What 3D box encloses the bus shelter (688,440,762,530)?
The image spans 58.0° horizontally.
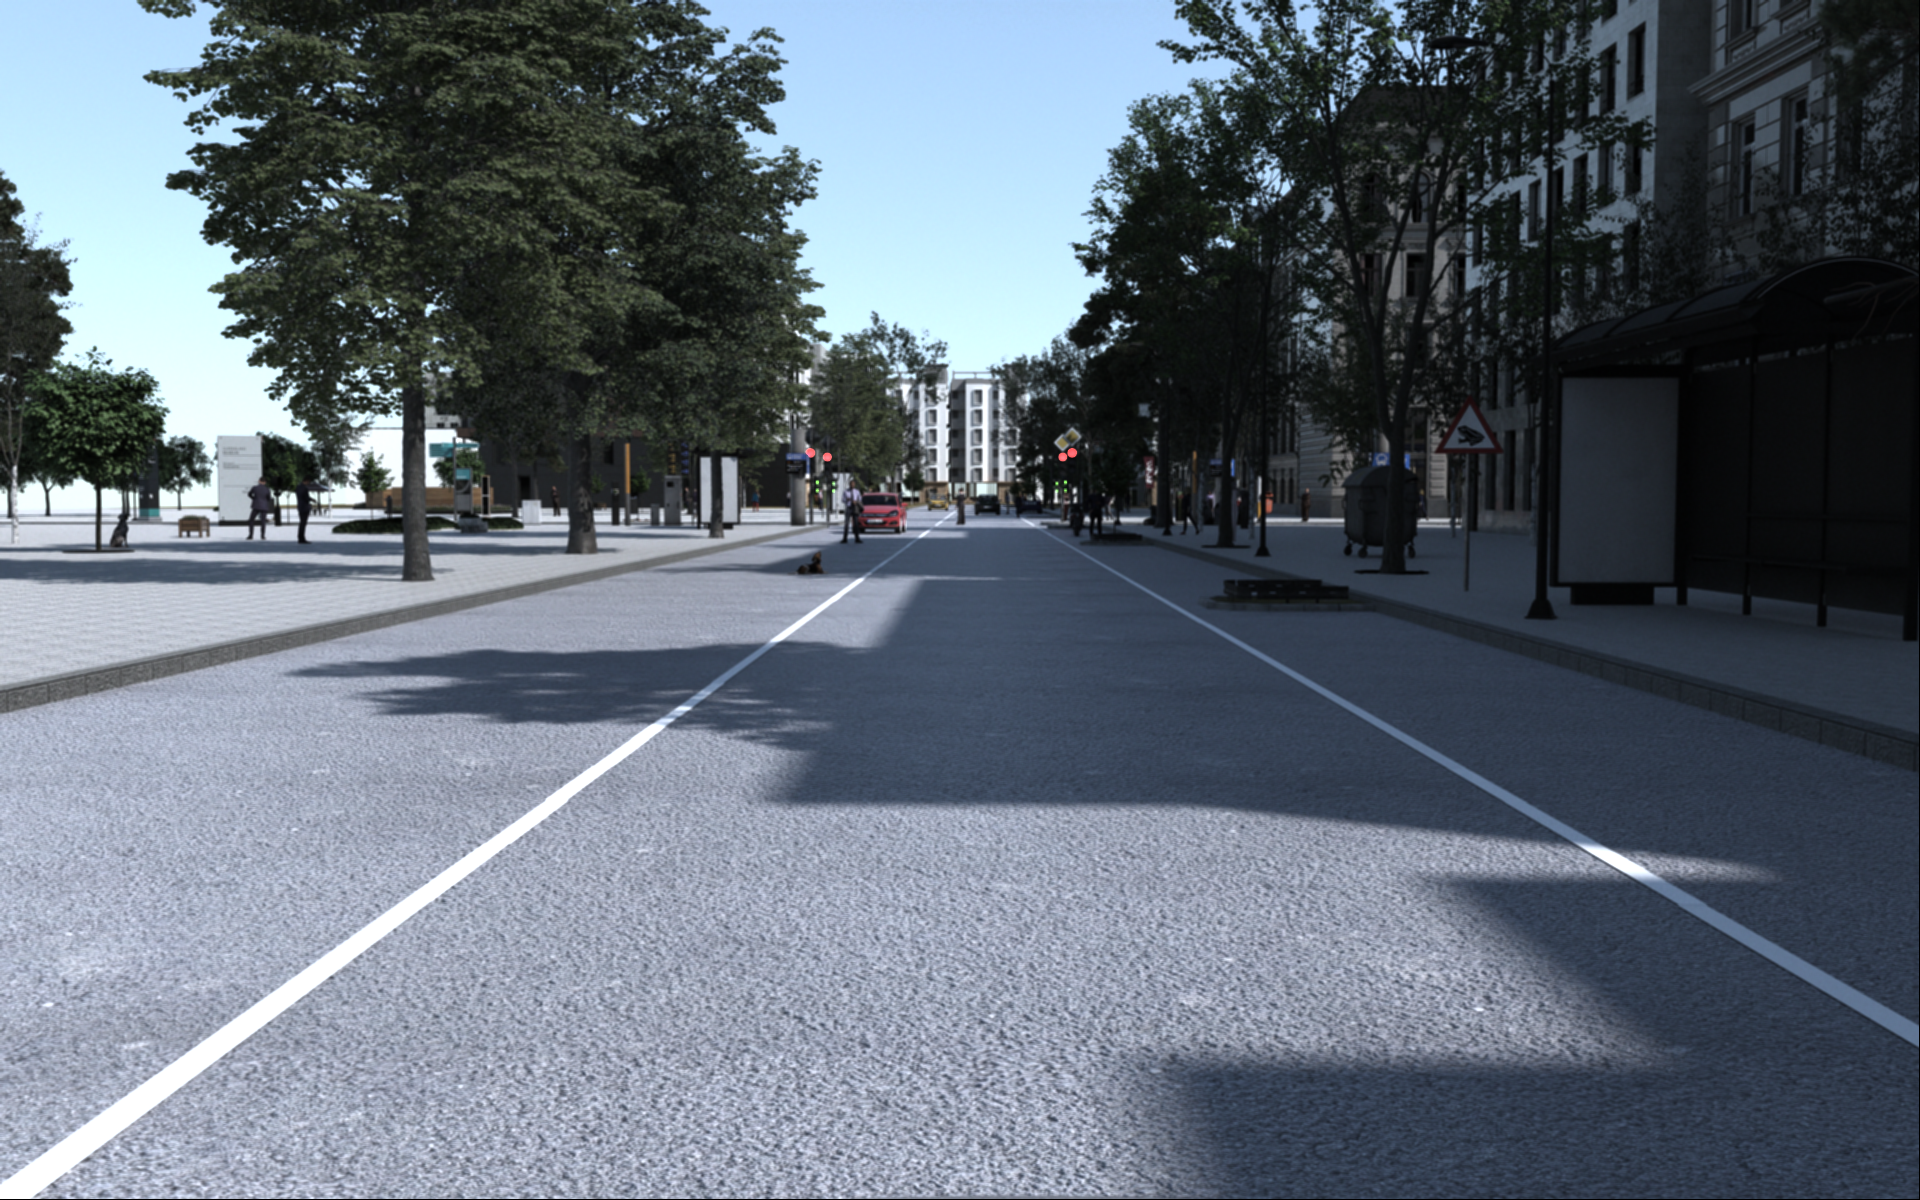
[{"bbox_3d":[-8.730,-4.354,65.111,2.014,3.302,5.546,0,4,1],"label":"bus shelter"}]

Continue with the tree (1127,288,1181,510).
[{"bbox_3d":[8.184,-6.657,59.199,4.360,8.622,3.978,0,3,0],"label":"tree"}]

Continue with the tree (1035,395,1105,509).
[{"bbox_3d":[7.067,-9.405,104.126,4.360,8.622,3.978,0,3,0],"label":"tree"}]

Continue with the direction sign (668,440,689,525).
[{"bbox_3d":[-11.737,-4.908,72.236,0.876,3.537,0.379,-1,4,-17],"label":"direction sign"}]

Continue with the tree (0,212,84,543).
[{"bbox_3d":[-24.779,-5.781,44.877,4.360,8.622,3.978,0,3,0],"label":"tree"}]

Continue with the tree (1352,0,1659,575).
[{"bbox_3d":[6.891,-6.219,27.441,9.928,11.665,9.643,0,3,0],"label":"tree"}]

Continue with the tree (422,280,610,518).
[{"bbox_3d":[-23.719,-11.110,92.020,12.009,13.543,11.850,0,3,0],"label":"tree"}]

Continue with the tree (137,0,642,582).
[{"bbox_3d":[-7.696,-6.533,24.946,7.486,12.596,7.792,0,3,0],"label":"tree"}]

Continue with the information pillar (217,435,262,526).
[{"bbox_3d":[-29.651,-4.890,71.265,1.656,3.620,0.184,-2,4,-24],"label":"information pillar"}]

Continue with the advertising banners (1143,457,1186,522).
[{"bbox_3d":[9.483,-5.133,80.105,2.074,3.025,0.090,0,4,-7],"label":"advertising banners"}]

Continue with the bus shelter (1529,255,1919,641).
[{"bbox_3d":[7.614,-1.441,17.490,2.014,3.302,5.546,0,4,0],"label":"bus shelter"}]

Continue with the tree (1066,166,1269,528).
[{"bbox_3d":[7.913,-9.673,65.572,7.806,13.903,7.818,0,3,0],"label":"tree"}]

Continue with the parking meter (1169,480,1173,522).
[{"bbox_3d":[8.743,-4.083,72.473,0.255,1.863,0.399,2,4,27],"label":"parking meter"}]

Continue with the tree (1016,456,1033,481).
[{"bbox_3d":[8.904,-16.634,222.333,4.360,8.622,3.978,0,3,0],"label":"tree"}]

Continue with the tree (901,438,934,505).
[{"bbox_3d":[-5.361,-15.187,198.663,4.360,8.622,3.978,0,3,0],"label":"tree"}]

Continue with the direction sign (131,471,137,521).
[{"bbox_3d":[-39.655,-5.576,83.162,0.379,3.537,0.876,-3,4,-39],"label":"direction sign"}]

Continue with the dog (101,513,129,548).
[{"bbox_3d":[-20.294,-1.661,41.540,0.800,0.831,0.513,-3,5,-43],"label":"dog"}]

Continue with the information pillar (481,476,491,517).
[{"bbox_3d":[-18.984,-3.968,69.361,0.304,2.012,0.304,0,4,-7],"label":"information pillar"}]

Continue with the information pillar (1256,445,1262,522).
[{"bbox_3d":[13.744,-5.382,79.356,0.183,3.616,0.504,2,4,26],"label":"information pillar"}]

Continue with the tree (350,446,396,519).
[{"bbox_3d":[-23.554,-4.571,69.335,1.663,3.219,1.824,0,3,0],"label":"tree"}]

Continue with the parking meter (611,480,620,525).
[{"bbox_3d":[-14.115,-3.991,70.963,0.255,1.863,0.399,-2,4,-23],"label":"parking meter"}]

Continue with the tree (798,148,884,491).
[{"bbox_3d":[-7.380,-8.097,50.516,7.486,12.596,7.792,0,3,0],"label":"tree"}]

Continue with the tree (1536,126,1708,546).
[{"bbox_3d":[14.410,-5.215,35.626,4.360,8.622,3.978,0,3,0],"label":"tree"}]

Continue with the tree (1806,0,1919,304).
[{"bbox_3d":[6.939,-5.252,7.924,6.751,12.117,7.091,0,3,0],"label":"tree"}]

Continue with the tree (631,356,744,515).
[{"bbox_3d":[-16.452,-11.005,105.688,9.928,11.665,9.643,0,3,0],"label":"tree"}]

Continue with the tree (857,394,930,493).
[{"bbox_3d":[-6.613,-13.944,162.396,8.767,10.594,7.601,2,4,23],"label":"tree"}]

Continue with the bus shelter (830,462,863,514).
[{"bbox_3d":[-7.498,-7.281,112.968,2.014,3.302,5.546,0,4,1],"label":"bus shelter"}]

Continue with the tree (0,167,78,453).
[{"bbox_3d":[-36.104,-9.565,63.819,7.806,13.903,7.818,0,3,0],"label":"tree"}]

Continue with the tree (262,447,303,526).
[{"bbox_3d":[-27.520,-4.678,71.092,1.663,3.219,1.824,0,3,0],"label":"tree"}]

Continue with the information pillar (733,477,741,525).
[{"bbox_3d":[-9.366,-4.156,72.438,0.304,2.012,0.304,3,4,39],"label":"information pillar"}]

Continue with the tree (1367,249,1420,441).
[{"bbox_3d":[14.379,-6.149,50.906,4.360,8.622,3.978,0,3,0],"label":"tree"}]

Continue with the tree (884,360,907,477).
[{"bbox_3d":[-7.699,-12.479,122.151,7.486,12.596,7.792,0,3,0],"label":"tree"}]

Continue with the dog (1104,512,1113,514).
[{"bbox_3d":[9.512,-5.687,110.713,0.748,0.427,0.550,1,4,23],"label":"dog"}]

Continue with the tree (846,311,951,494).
[{"bbox_3d":[-6.800,-19.690,177.817,12.611,20.169,13.585,0,3,0],"label":"tree"}]

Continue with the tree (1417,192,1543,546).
[{"bbox_3d":[14.327,-5.627,42.371,4.360,8.622,3.978,0,3,0],"label":"tree"}]

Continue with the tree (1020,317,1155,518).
[{"bbox_3d":[6.678,-9.635,91.949,7.601,10.594,8.767,0,4,-5],"label":"tree"}]

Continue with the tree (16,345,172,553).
[{"bbox_3d":[-19.052,-3.326,38.091,4.285,4.588,4.351,0,3,0],"label":"tree"}]

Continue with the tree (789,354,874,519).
[{"bbox_3d":[-6.638,-8.563,90.363,4.360,8.622,3.978,0,3,0],"label":"tree"}]

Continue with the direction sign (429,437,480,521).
[{"bbox_3d":[-23.744,-5.614,80.544,2.525,3.948,1.411,1,4,10],"label":"direction sign"}]

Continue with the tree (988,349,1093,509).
[{"bbox_3d":[7.692,-14.392,145.681,12.009,13.543,11.850,0,3,0],"label":"tree"}]

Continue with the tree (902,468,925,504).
[{"bbox_3d":[-5.871,-14.503,220.837,4.285,4.588,4.351,0,3,0],"label":"tree"}]

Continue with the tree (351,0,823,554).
[{"bbox_3d":[-8.025,-7.963,36.843,9.857,13.997,8.962,0,3,0],"label":"tree"}]

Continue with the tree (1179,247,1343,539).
[{"bbox_3d":[8.558,-6.041,49.129,4.360,8.622,3.978,0,3,0],"label":"tree"}]

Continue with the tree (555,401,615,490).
[{"bbox_3d":[-26.690,-10.511,122.209,4.360,8.622,3.978,0,3,0],"label":"tree"}]

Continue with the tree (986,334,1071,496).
[{"bbox_3d":[9.386,-21.409,205.918,12.611,20.169,13.585,0,3,0],"label":"tree"}]

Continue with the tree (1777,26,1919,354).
[{"bbox_3d":[13.703,-4.651,26.399,4.360,8.622,3.978,0,3,0],"label":"tree"}]

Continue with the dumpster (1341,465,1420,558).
[{"bbox_3d":[8.594,-1.811,35.371,1.264,1.857,1.865,0,4,1],"label":"dumpster"}]

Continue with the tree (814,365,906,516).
[{"bbox_3d":[-6.374,-9.128,99.600,4.737,8.622,4.395,0,3,0],"label":"tree"}]

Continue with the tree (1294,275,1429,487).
[{"bbox_3d":[13.384,-6.571,57.802,4.737,8.622,4.395,0,3,0],"label":"tree"}]

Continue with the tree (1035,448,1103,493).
[{"bbox_3d":[7.759,-7.773,110.802,4.285,4.588,4.351,0,3,0],"label":"tree"}]

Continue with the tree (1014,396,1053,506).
[{"bbox_3d":[9.234,-16.249,187.731,6.751,12.117,7.091,0,3,0],"label":"tree"}]

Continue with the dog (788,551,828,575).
[{"bbox_3d":[-2.735,-0.666,31.084,0.748,0.427,0.550,0,4,-3],"label":"dog"}]

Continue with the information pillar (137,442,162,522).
[{"bbox_3d":[-37.929,-5.601,80.950,0.750,3.857,0.750,1,4,23],"label":"information pillar"}]

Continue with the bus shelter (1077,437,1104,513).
[{"bbox_3d":[9.039,-8.706,119.970,2.179,5.291,8.768,0,4,1],"label":"bus shelter"}]
